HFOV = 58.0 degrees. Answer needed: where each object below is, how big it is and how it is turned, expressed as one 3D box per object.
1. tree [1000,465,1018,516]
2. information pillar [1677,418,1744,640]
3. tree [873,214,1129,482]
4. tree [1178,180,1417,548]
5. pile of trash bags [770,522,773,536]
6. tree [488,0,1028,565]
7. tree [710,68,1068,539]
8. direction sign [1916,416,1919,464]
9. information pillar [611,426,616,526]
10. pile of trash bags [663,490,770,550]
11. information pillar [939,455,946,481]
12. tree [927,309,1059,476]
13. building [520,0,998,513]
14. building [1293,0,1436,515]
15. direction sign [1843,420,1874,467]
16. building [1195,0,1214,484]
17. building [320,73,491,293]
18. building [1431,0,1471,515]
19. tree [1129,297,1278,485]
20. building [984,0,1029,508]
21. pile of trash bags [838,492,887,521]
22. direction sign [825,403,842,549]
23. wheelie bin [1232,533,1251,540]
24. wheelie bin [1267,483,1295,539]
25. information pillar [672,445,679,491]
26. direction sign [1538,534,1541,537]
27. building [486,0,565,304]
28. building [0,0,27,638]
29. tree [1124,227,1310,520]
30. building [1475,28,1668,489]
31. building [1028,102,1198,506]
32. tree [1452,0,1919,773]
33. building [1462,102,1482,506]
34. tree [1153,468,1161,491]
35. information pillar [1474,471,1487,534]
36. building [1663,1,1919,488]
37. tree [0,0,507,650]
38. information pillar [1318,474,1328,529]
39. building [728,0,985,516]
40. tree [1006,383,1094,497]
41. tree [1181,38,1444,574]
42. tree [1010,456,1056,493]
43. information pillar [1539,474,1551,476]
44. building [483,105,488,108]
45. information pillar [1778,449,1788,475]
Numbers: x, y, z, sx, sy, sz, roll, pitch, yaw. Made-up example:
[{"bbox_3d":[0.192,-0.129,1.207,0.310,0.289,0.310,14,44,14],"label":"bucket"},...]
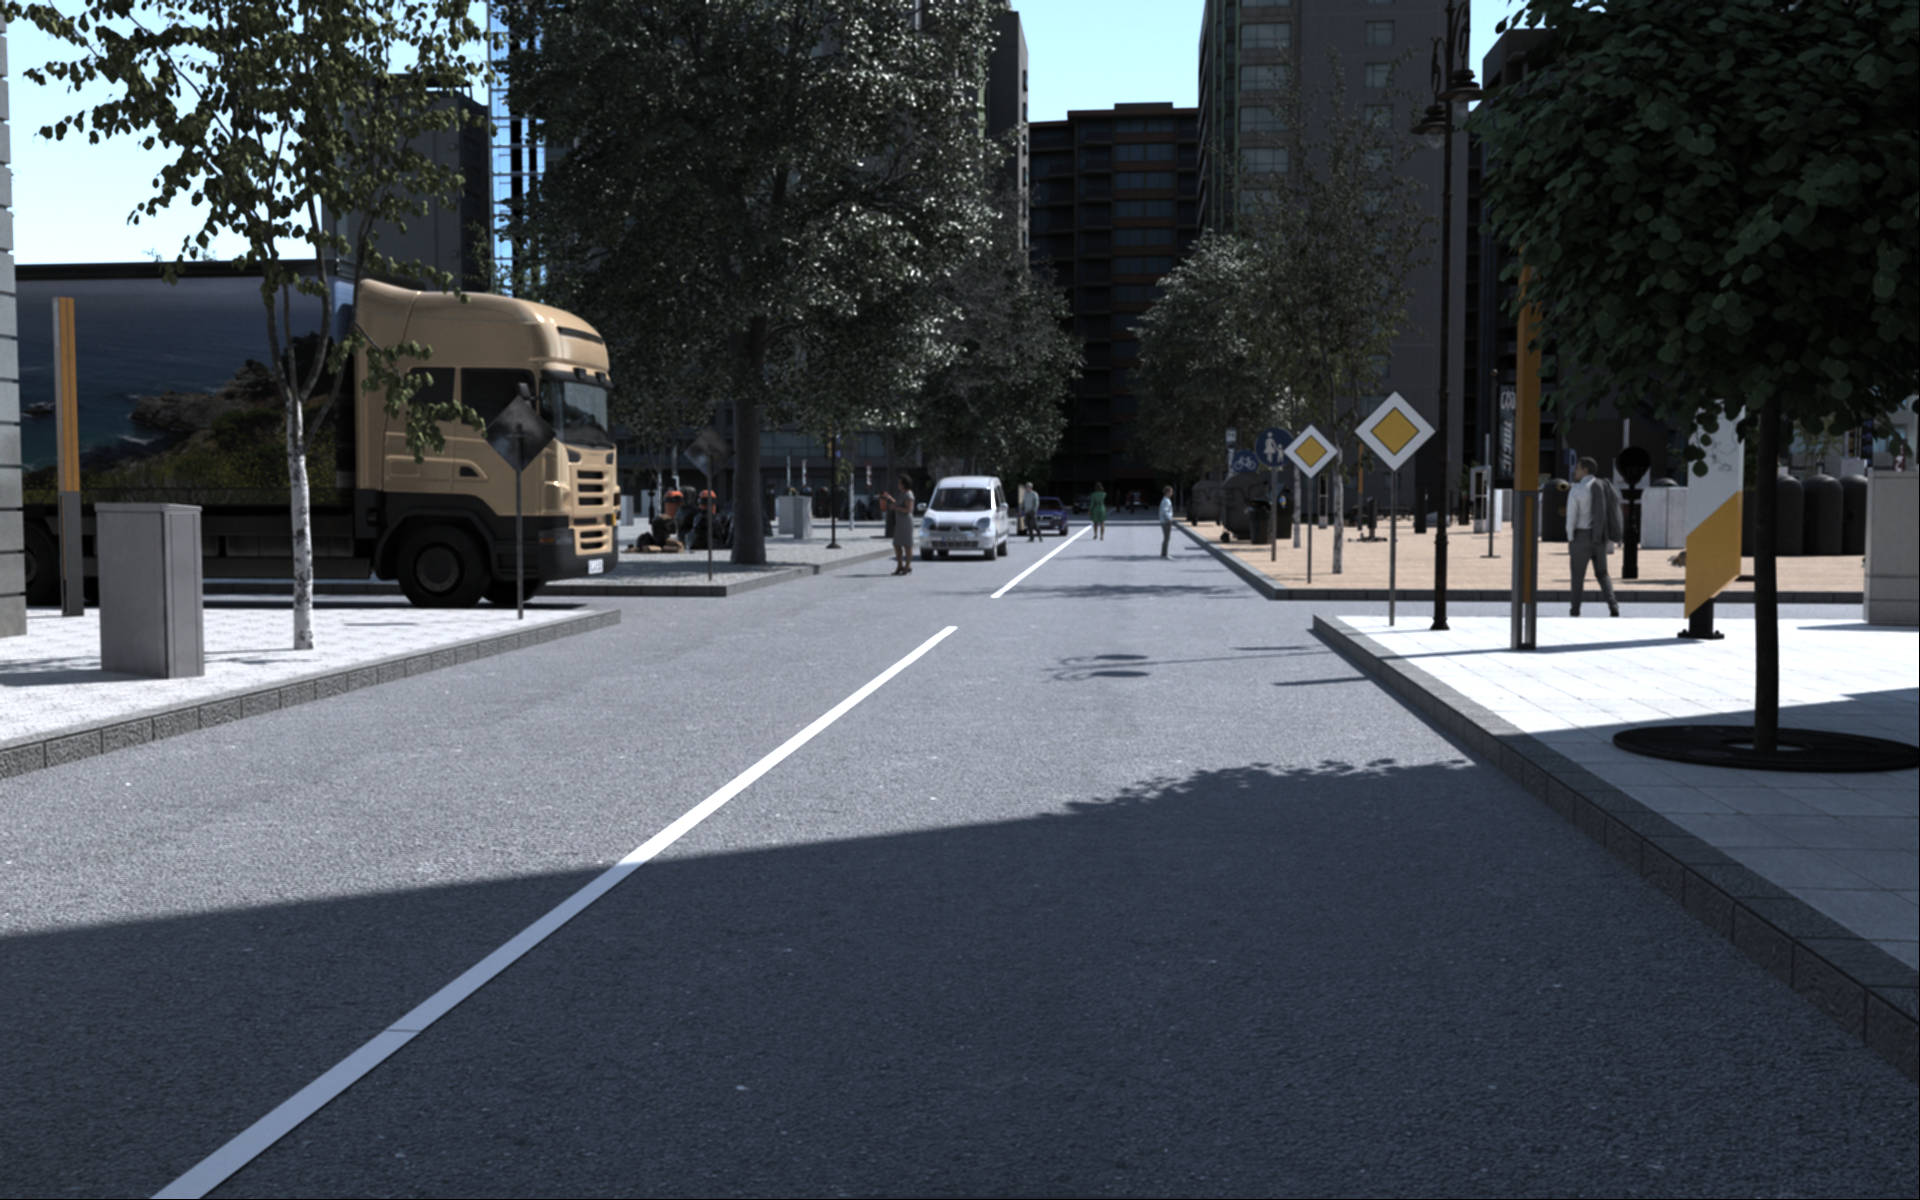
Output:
[{"bbox_3d":[2.583,-6.603,102.564,1.663,3.219,1.824,0,3,0],"label":"tree"},{"bbox_3d":[6.645,-1.461,15.247,0.183,3.616,0.504,-3,4,-36],"label":"information pillar"},{"bbox_3d":[0.444,-9.402,70.723,9.611,12.733,9.660,0,3,0],"label":"tree"},{"bbox_3d":[8.246,-5.546,41.035,4.737,8.622,4.395,0,3,0],"label":"tree"},{"bbox_3d":[-7.387,-2.577,51.890,3.447,1.369,1.912,-3,5,-44],"label":"pile of trash bags"},{"bbox_3d":[-3.782,-7.631,31.427,9.857,13.997,8.962,0,3,0],"label":"tree"},{"bbox_3d":[-1.991,-8.533,49.877,12.009,13.543,11.850,0,3,0],"label":"tree"},{"bbox_3d":[25.161,-3.232,44.837,0.379,3.537,0.876,-2,4,-24],"label":"direction sign"},{"bbox_3d":[-7.784,-2.900,38.766,0.183,3.616,0.504,0,4,-5],"label":"information pillar"},{"bbox_3d":[-5.855,-1.930,41.307,1.912,1.369,3.447,-1,4,-16],"label":"pile of trash bags"},{"bbox_3d":[-0.923,-6.131,91.600,0.183,3.616,0.504,3,4,39],"label":"information pillar"},{"bbox_3d":[1.184,-9.701,84.363,9.928,11.665,9.643,0,3,0],"label":"tree"},{"bbox_3d":[-13.294,-26.665,127.856,32.217,40.220,23.993,0,4,6],"label":"building"},{"bbox_3d":[26.133,-27.136,127.265,14.154,41.232,14.086,0,4,6],"label":"building"},{"bbox_3d":[26.438,-3.612,51.051,0.379,3.537,0.876,-2,4,-33],"label":"direction sign"},{"bbox_3d":[32.816,-32.724,158.745,21.300,48.544,21.600,0,4,6],"label":"building"},{"bbox_3d":[-53.413,-29.846,171.571,14.086,41.232,14.154,0,4,6],"label":"building"},{"bbox_3d":[24.911,-26.279,113.257,14.154,41.232,14.086,0,4,6],"label":"building"},{"bbox_3d":[13.719,-11.092,98.368,9.611,12.733,9.660,0,3,0],"label":"tree"},{"bbox_3d":[-4.692,-33.024,163.636,21.600,48.544,21.300,0,4,6],"label":"building"},{"bbox_3d":[-4.432,-4.539,83.965,1.912,1.369,3.447,-3,4,-37],"label":"pile of trash bags"},{"bbox_3d":[-2.984,-2.983,40.769,0.379,3.537,0.876,1,4,18],"label":"direction sign"},{"bbox_3d":[8.317,-2.630,50.912,0.980,1.594,0.693,-1,4,-11],"label":"wheelie bin"},{"bbox_3d":[9.187,-2.556,49.698,0.693,1.594,0.980,-1,4,-18],"label":"wheelie bin"},{"bbox_3d":[-13.040,-5.387,79.438,0.183,3.616,0.504,-3,4,-38],"label":"information pillar"},{"bbox_3d":[17.215,-3.658,51.804,0.379,3.537,0.876,1,4,11],"label":"direction sign"},{"bbox_3d":[-30.982,-52.062,163.886,31.000,86.520,22.319,0,4,6],"label":"building"},{"bbox_3d":[-23.685,-14.281,10.989,29.804,29.767,11.434,0,4,6],"label":"building"},{"bbox_3d":[12.646,-10.865,84.294,9.857,13.997,8.962,0,3,0],"label":"tree"},{"bbox_3d":[56.932,-31.266,161.313,14.200,45.320,14.600,0,4,6],"label":"building"},{"bbox_3d":[19.991,-33.154,196.690,28.867,44.769,22.147,0,4,6],"label":"building"},{"bbox_3d":[4.094,-1.522,8.602,4.285,4.588,4.351,0,3,0],"label":"tree"},{"bbox_3d":[62.983,-32.884,192.283,28.867,44.769,22.147,0,4,6],"label":"building"},{"bbox_3d":[16.801,-9.148,133.281,4.285,4.588,4.351,0,3,0],"label":"tree"},{"bbox_3d":[16.861,-3.157,56.104,0.304,2.012,0.304,3,5,41],"label":"information pillar"},{"bbox_3d":[78.630,-32.673,153.812,30.456,49.044,23.786,0,4,6],"label":"building"},{"bbox_3d":[-5.404,-3.882,13.837,4.737,8.622,4.395,0,3,0],"label":"tree"},{"bbox_3d":[13.409,-3.635,63.926,0.304,2.012,0.304,1,4,19],"label":"information pillar"},{"bbox_3d":[-6.005,-25.957,107.997,14.154,41.232,14.086,0,4,6],"label":"building"},{"bbox_3d":[6.989,-12.238,134.502,7.601,10.594,8.767,1,4,10],"label":"tree"},{"bbox_3d":[5.891,-4.722,27.573,4.360,8.622,3.978,0,3,0],"label":"tree"},{"bbox_3d":[4.920,-8.122,116.504,4.285,4.588,4.351,0,3,0],"label":"tree"},{"bbox_3d":[21.572,-3.637,63.956,0.304,2.012,0.304,-1,4,-10],"label":"information pillar"},{"bbox_3d":[-54.525,-33.610,199.642,14.200,45.320,14.600,0,4,6],"label":"building"},{"bbox_3d":[24.633,-3.710,52.005,0.504,3.616,0.183,-1,4,-11],"label":"information pillar"}]
